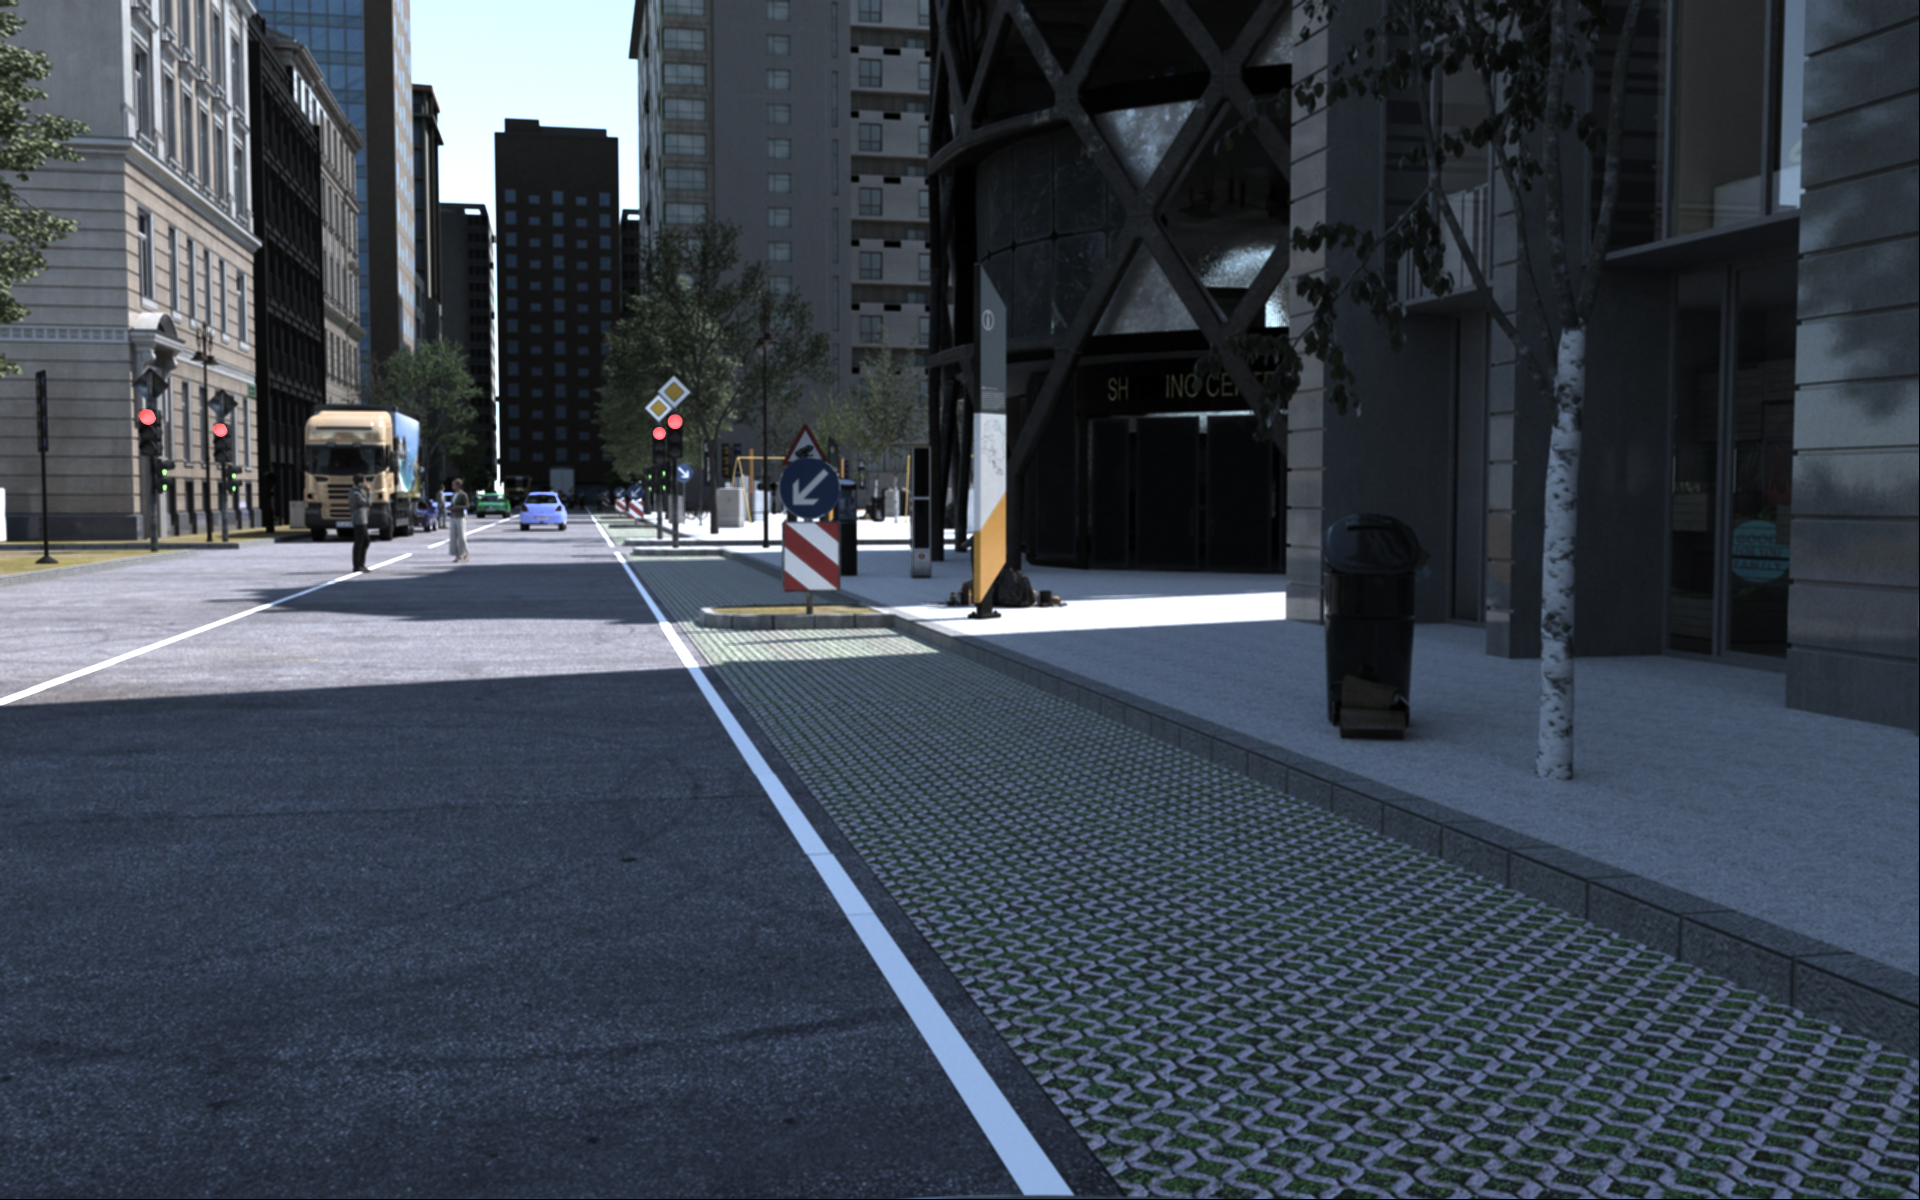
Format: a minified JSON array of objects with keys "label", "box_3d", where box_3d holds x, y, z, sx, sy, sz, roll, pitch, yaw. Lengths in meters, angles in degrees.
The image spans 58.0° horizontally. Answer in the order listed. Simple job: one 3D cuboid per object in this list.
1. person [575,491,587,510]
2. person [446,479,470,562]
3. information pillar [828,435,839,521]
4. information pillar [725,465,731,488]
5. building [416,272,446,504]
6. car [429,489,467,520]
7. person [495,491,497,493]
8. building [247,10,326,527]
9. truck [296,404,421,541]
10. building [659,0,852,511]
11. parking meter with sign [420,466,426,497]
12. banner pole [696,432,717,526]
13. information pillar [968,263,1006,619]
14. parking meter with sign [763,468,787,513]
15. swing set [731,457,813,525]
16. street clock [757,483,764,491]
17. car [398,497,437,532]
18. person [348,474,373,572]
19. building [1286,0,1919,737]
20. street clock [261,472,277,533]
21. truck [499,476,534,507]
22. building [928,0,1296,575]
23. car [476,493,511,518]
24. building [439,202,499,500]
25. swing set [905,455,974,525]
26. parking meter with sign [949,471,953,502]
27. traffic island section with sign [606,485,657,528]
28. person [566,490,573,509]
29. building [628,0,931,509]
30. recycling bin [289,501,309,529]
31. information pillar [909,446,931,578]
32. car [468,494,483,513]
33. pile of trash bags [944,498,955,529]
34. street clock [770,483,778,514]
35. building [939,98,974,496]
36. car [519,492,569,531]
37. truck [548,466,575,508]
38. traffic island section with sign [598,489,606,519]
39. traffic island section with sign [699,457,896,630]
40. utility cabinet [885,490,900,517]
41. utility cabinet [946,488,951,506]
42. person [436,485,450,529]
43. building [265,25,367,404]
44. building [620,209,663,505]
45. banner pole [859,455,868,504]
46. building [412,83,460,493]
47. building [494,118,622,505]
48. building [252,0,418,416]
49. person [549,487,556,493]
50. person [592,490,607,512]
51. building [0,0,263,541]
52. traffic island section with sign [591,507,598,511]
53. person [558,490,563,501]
[{"label":"person","box_3d":[-33.661,-8.853,153.969,1.217,1.736,0.721,2,4,25]},{"label":"person","box_3d":[-10.602,-1.678,36.477,0.519,1.759,0.362,2,4,32]},{"label":"information pillar","box_3d":[-5.076,-4.772,69.370,0.183,3.616,0.504,3,5,44]},{"label":"information pillar","box_3d":[-16.315,-7.989,121.970,0.504,3.616,0.183,-2,4,-24]},{"label":"building","box_3d":[-58.472,-18.317,144.519,27.650,21.520,28.899,-1,4,-12]},{"label":"car","box_3d":[-27.995,-5.208,94.735,1.945,1.707,3.694,-1,4,-10]},{"label":"person","box_3d":[-42.225,-9.060,157.341,0.721,1.736,1.217,-2,4,-35]},{"label":"building","box_3d":[-34.425,-14.876,72.898,12.332,23.373,15.834,-1,4,-12]},{"label":"truck","box_3d":[-19.335,-4.121,56.293,2.839,4.237,11.283,-1,4,-12]},{"label":"building","box_3d":[-16.286,-27.621,135.199,14.154,41.232,14.086,-1,4,-12]},{"label":"parking meter with sign","box_3d":[-33.610,-6.824,107.838,0.543,3.016,1.738,-1,4,-13]},{"label":"banner pole","box_3d":[-10.286,-4.900,70.136,0.863,3.779,0.401,0,4,-3]},{"label":"information pillar","box_3d":[0.302,-1.622,17.870,0.183,3.616,0.504,3,4,36]},{"label":"parking meter with sign","box_3d":[-12.252,-7.289,115.431,1.738,3.016,0.543,-1,4,-13]},{"label":"swing set","box_3d":[-8.242,-4.650,73.654,3.119,2.851,2.862,-2,4,-29]},{"label":"street clock","box_3d":[-13.054,-6.678,113.759,0.471,2.002,0.358,1,4,16]},{"label":"car","box_3d":[-20.989,-3.276,66.141,1.945,1.354,3.894,-1,4,-12]},{"label":"person","box_3d":[-10.970,-1.410,31.736,0.473,1.802,0.592,-1,4,-12]},{"label":"building","box_3d":[11.759,-13.831,3.625,11.434,29.767,29.804,-1,4,-12]},{"label":"street clock","box_3d":[-22.896,-3.233,57.434,0.358,2.002,0.471,2,4,25]},{"label":"truck","box_3d":[-46.758,-11.471,183.466,3.469,3.379,9.791,-1,4,-11]},{"label":"building","box_3d":[7.561,-10.147,33.360,16.820,18.784,16.811,-1,4,-12]},{"label":"car","box_3d":[-28.298,-5.889,105.076,1.959,1.807,4.718,-1,4,-11]},{"label":"building","box_3d":[-70.218,-32.038,215.710,23.993,40.220,32.217,-1,4,-12]},{"label":"swing set","box_3d":[-0.544,-4.425,69.971,3.119,2.851,2.862,0,4,-7]},{"label":"parking meter with sign","box_3d":[-0.178,-6.119,96.303,0.543,3.016,1.738,1,4,12]},{"label":"traffic island section with sign","box_3d":[-13.861,-3.959,73.358,1.989,1.847,2.006,-1,4,-12]},{"label":"person","box_3d":[-38.152,-9.853,169.471,0.709,1.838,0.599,1,4,15]},{"label":"building","box_3d":[-19.984,-36.381,184.068,28.713,52.752,27.495,-1,4,-12]},{"label":"recycling bin","box_3d":[-24.164,-3.124,63.638,0.722,1.027,0.722,0,4,-3]},{"label":"information pillar","box_3d":[-0.604,-1.344,26.460,0.304,2.012,0.304,-1,4,-8]},{"label":"car","box_3d":[-36.715,-7.402,132.820,2.131,1.459,4.920,-1,4,-14]},{"label":"pile of trash bags","box_3d":[0.756,-3.341,64.374,3.447,1.369,1.912,-1,4,-16]},{"label":"street clock","box_3d":[-11.771,-6.429,109.679,0.471,2.002,0.358,0,4,7]},{"label":"building","box_3d":[-13.962,-34.743,157.291,28.713,52.752,27.495,-1,4,-12]},{"label":"car","box_3d":[-16.519,-3.616,68.710,1.945,1.707,3.694,-1,4,-11]},{"label":"truck","box_3d":[-41.738,-11.787,181.628,2.839,4.237,11.283,-1,4,-13]},{"label":"traffic island section with sign","box_3d":[-19.675,-5.569,99.681,1.989,1.847,2.006,-1,4,-12]},{"label":"traffic island section with sign","box_3d":[-1.858,-0.641,19.115,1.989,1.847,2.006,-1,4,-12]},{"label":"utility cabinet","box_3d":[-3.728,-5.276,94.948,0.318,1.500,1.173,-2,4,-31]},{"label":"utility cabinet","box_3d":[-0.947,-3.602,67.578,1.173,1.500,0.318,0,4,4]},{"label":"person","box_3d":[-21.457,-3.860,71.707,0.635,1.810,0.391,3,5,44]},{"label":"building","box_3d":[-39.545,-18.062,92.572,12.463,27.353,25.104,-1,4,-12]},{"label":"building","box_3d":[-32.062,-32.555,224.154,23.993,40.220,32.217,-1,4,-12]},{"label":"banner pole","box_3d":[-6.099,-7.370,110.510,0.863,3.779,0.401,1,4,18]},{"label":"building","box_3d":[-66.449,-31.988,177.632,28.867,44.769,22.147,-1,4,-12]},{"label":"building","box_3d":[-48.663,-34.283,210.632,14.200,45.320,14.600,-1,4,-12]},{"label":"building","box_3d":[-46.947,-28.994,124.158,14.600,45.320,14.200,-1,4,-12]},{"label":"person","box_3d":[-26.390,-6.374,112.082,0.474,1.900,0.648,3,4,38]},{"label":"person","box_3d":[-28.500,-7.807,136.861,1.217,1.736,0.721,0,4,7]},{"label":"building","box_3d":[-30.908,-16.467,55.136,13.634,28.700,20.117,-1,4,-12]},{"label":"traffic island section with sign","box_3d":[-30.422,-8.543,148.306,1.989,1.847,2.006,-1,4,-12]},{"label":"person","box_3d":[-29.139,-7.126,125.734,0.721,1.743,1.217,1,4,11]}]
